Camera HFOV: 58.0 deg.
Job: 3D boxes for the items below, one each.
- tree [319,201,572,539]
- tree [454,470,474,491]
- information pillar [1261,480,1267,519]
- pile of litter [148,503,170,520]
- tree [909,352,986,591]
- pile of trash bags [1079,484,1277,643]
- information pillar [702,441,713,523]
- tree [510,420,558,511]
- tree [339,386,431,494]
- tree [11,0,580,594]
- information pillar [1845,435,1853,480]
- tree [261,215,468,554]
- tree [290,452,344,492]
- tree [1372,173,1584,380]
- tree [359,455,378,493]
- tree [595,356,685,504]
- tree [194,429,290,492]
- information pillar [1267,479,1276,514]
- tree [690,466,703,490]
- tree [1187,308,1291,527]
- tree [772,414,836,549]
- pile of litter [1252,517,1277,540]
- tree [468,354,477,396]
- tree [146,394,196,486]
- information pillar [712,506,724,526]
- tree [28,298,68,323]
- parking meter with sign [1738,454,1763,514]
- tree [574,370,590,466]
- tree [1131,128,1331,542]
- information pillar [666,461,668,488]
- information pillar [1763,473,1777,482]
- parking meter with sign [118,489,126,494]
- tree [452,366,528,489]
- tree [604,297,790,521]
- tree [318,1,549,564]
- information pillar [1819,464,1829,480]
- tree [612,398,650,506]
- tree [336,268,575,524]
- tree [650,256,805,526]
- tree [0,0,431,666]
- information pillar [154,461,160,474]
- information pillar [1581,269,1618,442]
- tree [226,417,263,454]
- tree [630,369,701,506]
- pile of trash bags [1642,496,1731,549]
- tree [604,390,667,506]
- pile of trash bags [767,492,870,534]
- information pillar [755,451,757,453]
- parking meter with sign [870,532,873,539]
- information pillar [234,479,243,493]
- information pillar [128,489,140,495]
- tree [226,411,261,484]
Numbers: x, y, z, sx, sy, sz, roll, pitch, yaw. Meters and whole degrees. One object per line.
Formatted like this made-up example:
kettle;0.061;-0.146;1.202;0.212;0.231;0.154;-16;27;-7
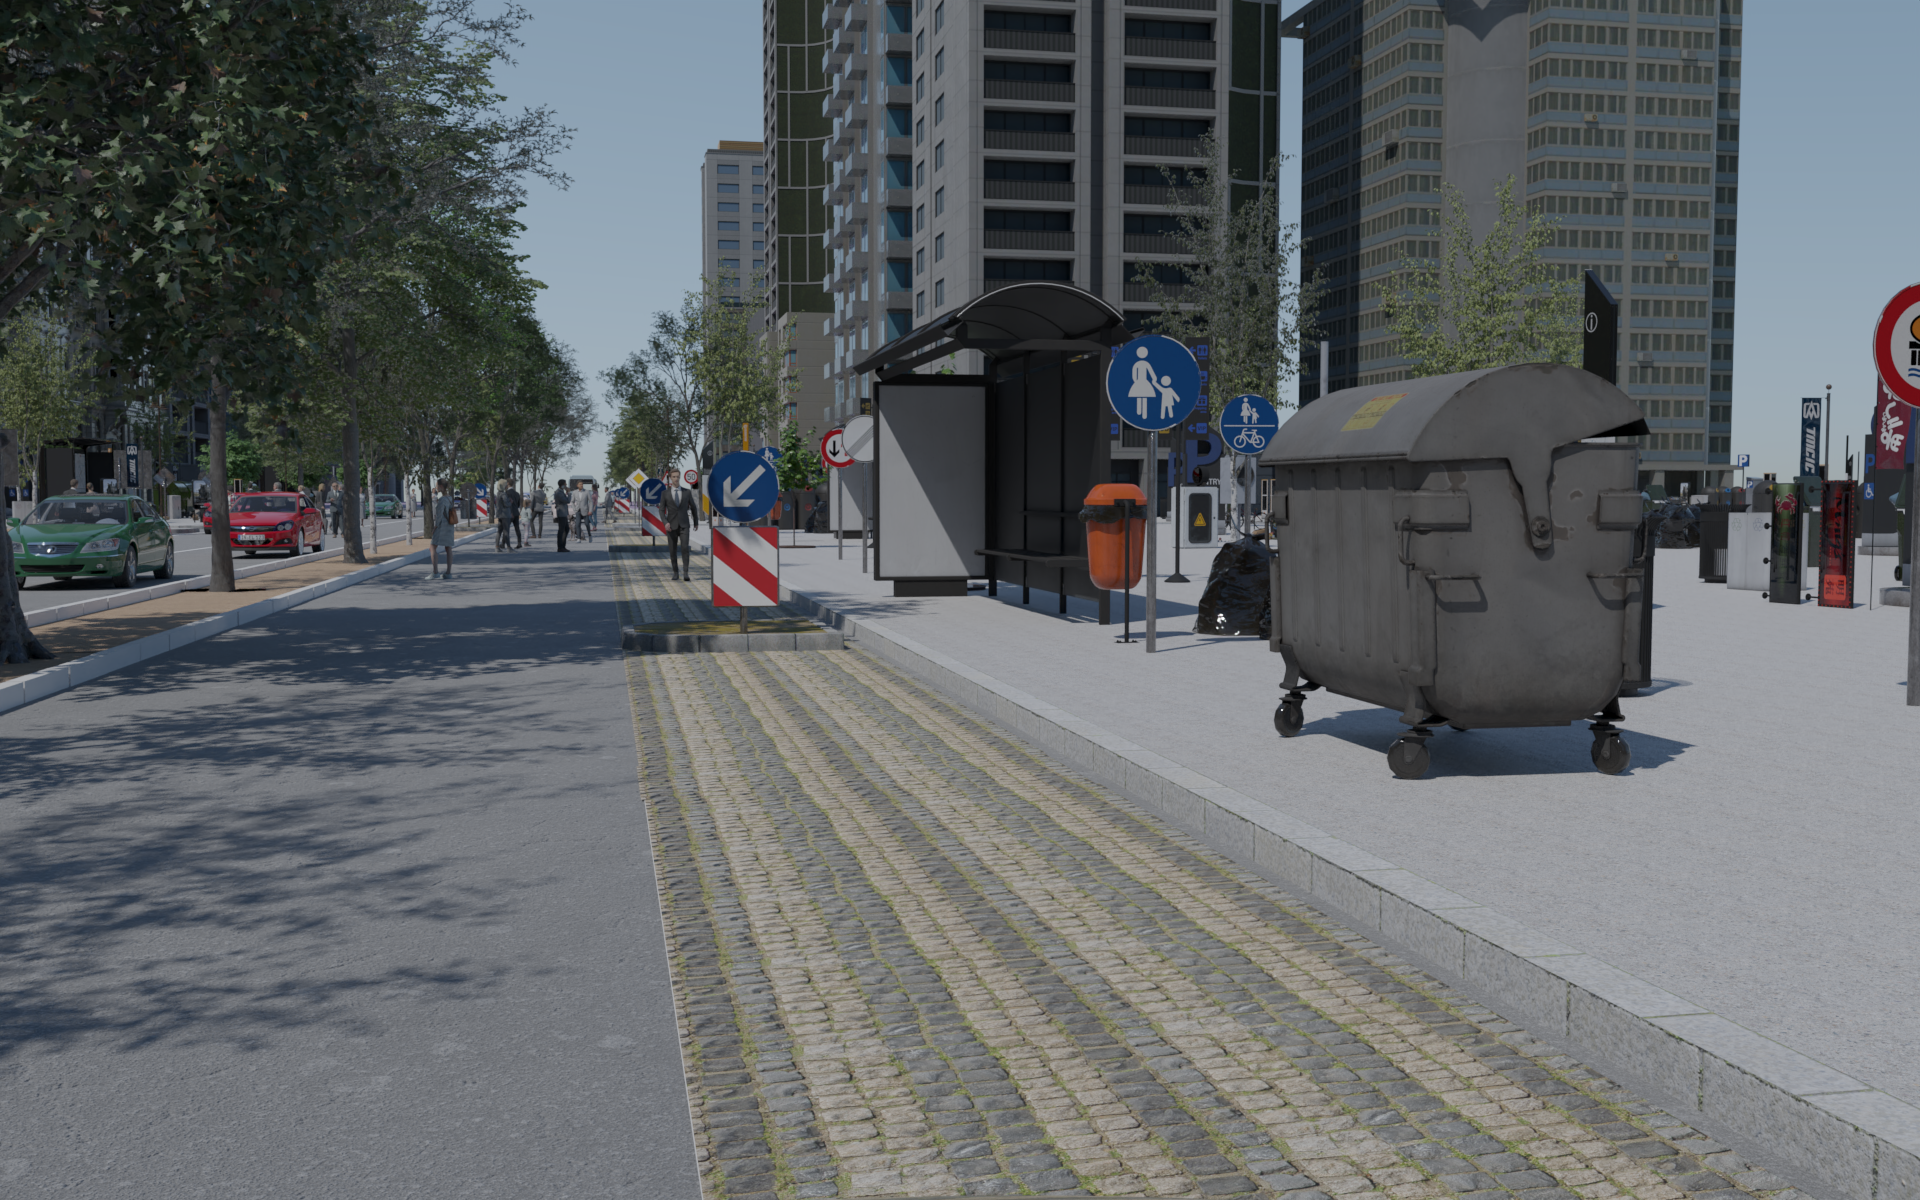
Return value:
tree;-16.976;-7.739;54.741;9.928;11.665;9.643;0;3;0
tree;-69.117;-15.742;241.101;4.285;4.588;4.351;0;3;0
information pillar;15.539;-5.128;88.333;0.304;2.012;0.304;1;4;12
pile of litter;-39.923;-4.412;86.095;1.176;0.858;1.719;-2;4;-30
tree;-0.119;-1.743;23.098;1.663;3.219;1.824;0;3;0
pile of trash bags;2.720;-0.354;15.533;3.447;1.369;1.912;-1;4;-16
information pillar;-10.980;-5.151;75.573;0.504;3.616;0.183;-2;4;-25
tree;-31.055;-10.543;125.202;4.360;8.622;3.978;0;3;0
tree;-51.187;-15.129;154.010;9.857;13.997;8.962;0;3;0
tree;-10.849;-6.865;25.062;12.009;13.543;11.850;0;3;0
information pillar;35.342;-4.754;69.077;0.183;3.616;0.504;2;4;26
tree;-13.900;-5.378;40.758;4.360;8.622;3.978;0;3;0
tree;-42.476;-7.871;112.406;4.285;4.588;4.351;0;3;0
tree;11.745;-5.447;39.425;4.737;8.622;4.395;0;3;0
tree;-46.473;-9.149;133.297;4.285;4.588;4.351;0;3;0
tree;-43.117;-23.168;234.688;12.611;20.169;13.585;0;3;0
tree;-36.760;-6.340;87.373;4.285;4.588;4.351;0;3;0
information pillar;15.673;-5.021;86.578;0.304;2.012;0.304;0;4;1
tree;-16.256;-6.956;108.336;1.663;3.219;1.824;0;3;0
tree;10.582;-7.151;67.275;4.737;8.622;4.395;0;3;0
tree;-3.998;-2.841;41.056;1.663;3.219;1.824;0;3;0
pile of litter;8.743;-2.147;49.066;1.719;0.858;1.176;-2;4;-32
tree;-15.261;-5.804;47.718;4.360;8.622;3.978;0;3;0
tree;-50.275;-9.671;108.483;4.737;8.622;4.395;0;3;0
information pillar;-8.758;-3.556;62.628;0.304;2.012;0.304;3;4;36
tree;-30.824;-6.570;57.777;4.737;8.622;4.395;0;3;0
parking meter with sign;35.164;-4.911;76.557;1.738;3.016;0.543;-2;4;-28
tree;-21.258;-8.638;78.094;8.767;10.594;7.601;-1;4;-12
tree;5.546;-5.171;34.905;4.360;8.622;3.978;0;3;0
information pillar;-18.899;-7.371;111.878;0.183;3.616;0.504;0;4;4
information pillar;27.929;-3.381;59.771;0.304;2.012;0.304;-2;4;-27
parking meter with sign;-55.093;-7.105;112.422;1.738;3.016;0.543;-3;5;-40
tree;-22.875;-8.036;84.209;4.737;8.622;4.395;0;3;0
tree;-12.238;-9.005;81.650;8.767;10.594;7.601;-1;4;-20
tree;-12.272;-6.988;34.835;7.486;12.596;7.792;0;3;0
information pillar;21.309;-2.353;42.965;0.304;2.012;0.304;0;4;5
tree;-23.257;-10.973;129.769;4.737;8.622;4.395;0;3;0
tree;-18.825;-7.743;63.470;8.767;10.594;7.601;-1;4;-12
tree;-7.096;-6.380;54.682;4.737;8.622;4.395;0;3;0
tree;-8.277;-5.798;14.268;9.611;12.733;9.660;0;3;0
information pillar;-56.346;-7.972;121.691;0.504;3.616;0.183;-2;4;-24
information pillar;6.601;-1.626;17.945;0.183;3.616;0.504;-1;4;-13
tree;-57.818;-11.606;140.114;4.737;8.622;4.395;0;3;0
tree;-17.644;-9.340;103.073;4.360;8.622;3.978;0;3;0
pile of trash bags;16.558;-1.923;41.193;3.447;1.369;1.912;0;4;1
tree;-34.498;-16.464;187.308;7.486;12.596;7.792;0;3;0
pile of trash bags;-4.680;-2.873;56.732;3.447;1.369;1.912;0;4;-6
information pillar;-10.991;-6.179;92.383;0.183;3.616;0.504;3;4;38
parking meter with sign;-1.916;-3.312;50.407;1.738;3.016;0.543;-3;5;-39
information pillar;-35.461;-4.933;85.142;0.304;2.012;0.304;0;4;-5
information pillar;-54.686;-7.526;114.398;0.183;3.616;0.504;3;5;43
tree;-53.985;-11.066;131.286;4.360;8.622;3.978;0;3;0
